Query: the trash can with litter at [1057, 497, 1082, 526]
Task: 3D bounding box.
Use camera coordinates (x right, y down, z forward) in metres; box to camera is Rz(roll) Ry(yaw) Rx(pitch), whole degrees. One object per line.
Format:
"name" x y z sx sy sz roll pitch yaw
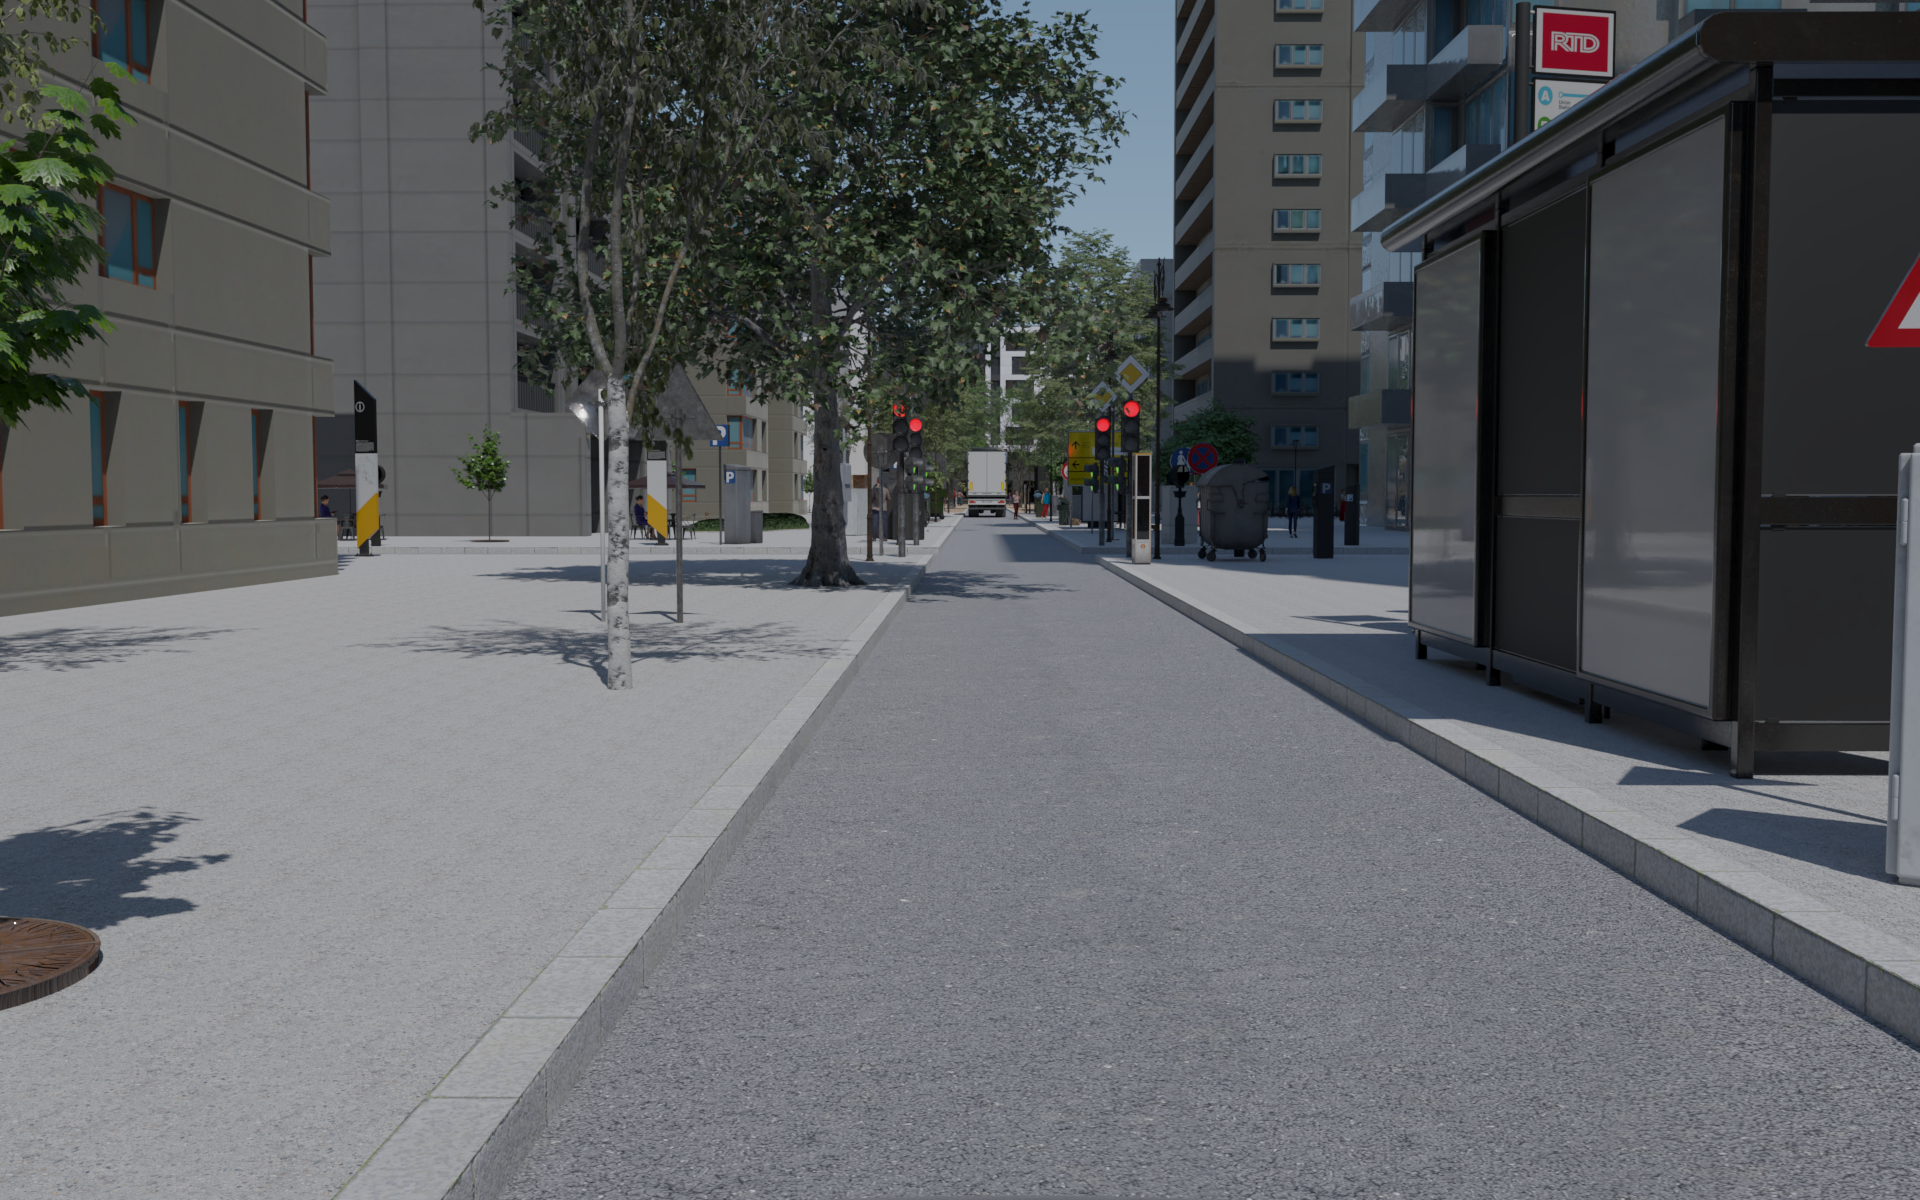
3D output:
"trash can with litter" 4.481 -3.623 70.629 1.055 1.170 0.624 2 4 31

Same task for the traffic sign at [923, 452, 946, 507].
"traffic sign" -1.789 -5.492 83.670 2.265 3.308 0.079 0 4 6

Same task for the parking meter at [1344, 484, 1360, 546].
"parking meter" 9.802 -2.134 43.295 0.372 1.533 0.369 0 3 0

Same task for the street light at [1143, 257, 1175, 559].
"street light" 3.888 -3.743 33.983 0.468 5.910 1.993 0 4 1

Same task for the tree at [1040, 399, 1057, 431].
"tree" 5.446 -14.367 160.654 9.928 11.665 9.643 0 3 0

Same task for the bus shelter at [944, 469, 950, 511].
"bus shelter" -1.691 -7.139 110.640 2.014 3.302 5.546 0 4 1

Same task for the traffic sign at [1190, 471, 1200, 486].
"traffic sign" 6.414 -2.891 47.267 0.884 2.594 0.081 1 4 10

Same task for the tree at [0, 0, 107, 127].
"tree" -7.376 -3.689 10.675 4.737 8.622 4.395 0 3 0

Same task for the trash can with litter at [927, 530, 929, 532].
"trash can with litter" -1.893 -2.949 59.274 1.678 1.210 2.233 1 4 18

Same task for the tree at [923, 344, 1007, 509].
"tree" -0.889 -14.653 146.233 9.857 13.997 8.962 0 3 0

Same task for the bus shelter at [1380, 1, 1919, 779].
"bus shelter" 4.331 -2.095 11.893 2.179 5.291 8.768 0 4 1

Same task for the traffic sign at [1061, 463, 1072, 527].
"traffic sign" 4.327 -4.118 67.432 0.768 2.556 0.104 0 4 7

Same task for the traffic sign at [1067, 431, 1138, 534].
"traffic sign" 4.573 -3.776 55.611 2.265 3.308 0.079 0 4 2

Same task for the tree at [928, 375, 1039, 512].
"tree" -1.308 -12.333 127.398 9.928 11.665 9.643 0 3 0

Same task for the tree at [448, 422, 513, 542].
"tree" -12.615 -3.171 46.446 1.663 3.219 1.824 0 3 0

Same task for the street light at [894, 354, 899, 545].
"street light" -1.534 -4.312 43.292 0.468 5.910 1.993 0 4 1

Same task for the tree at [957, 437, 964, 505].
"tree" -0.107 -15.981 195.700 7.601 10.594 8.767 0 4 6

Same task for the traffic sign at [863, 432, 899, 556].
"traffic sign" -1.632 -2.185 35.826 0.768 2.556 0.104 1 4 9

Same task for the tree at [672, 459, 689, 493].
"tree" -12.969 -5.087 77.780 1.663 3.219 1.824 0 3 0

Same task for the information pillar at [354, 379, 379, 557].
"information pillar" -12.141 -2.694 35.398 0.504 3.616 0.183 1 4 16

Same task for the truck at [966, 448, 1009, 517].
"truck" 1.740 -7.399 109.885 2.839 4.237 11.283 0 4 1

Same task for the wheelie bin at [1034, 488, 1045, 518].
"wheelie bin" 4.383 -5.291 94.421 0.693 1.594 0.980 0 4 7

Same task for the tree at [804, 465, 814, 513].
"tree" -10.115 -7.491 117.084 1.663 3.219 1.824 0 3 0

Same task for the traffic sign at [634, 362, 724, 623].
"traffic sign" -2.783 -1.049 17.149 0.884 2.594 0.081 0 4 2

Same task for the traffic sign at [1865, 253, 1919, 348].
"traffic sign" 3.728 -0.387 6.334 0.884 2.594 0.081 0 4 1

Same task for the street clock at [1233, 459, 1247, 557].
"street clock" 5.707 -1.881 35.328 0.358 2.002 0.471 1 4 21

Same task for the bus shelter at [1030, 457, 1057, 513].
"bus shelter" 5.426 -7.436 112.869 1.731 3.624 6.357 0 4 1

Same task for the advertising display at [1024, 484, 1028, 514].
"advertising display" 4.343 -6.664 114.177 0.123 1.923 0.974 0 4 -7

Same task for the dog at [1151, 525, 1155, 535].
"dog" 5.894 -2.266 53.876 0.406 0.507 0.540 3 5 44

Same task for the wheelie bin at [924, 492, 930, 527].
"wheelie bin" -1.627 -3.592 66.644 0.980 1.594 0.693 1 4 20

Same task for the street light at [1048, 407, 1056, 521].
"street light" 4.284 -6.644 81.415 0.468 5.910 1.993 0 4 1

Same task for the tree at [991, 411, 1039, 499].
"tree" 6.615 -15.505 187.915 8.767 10.594 7.601 0 4 3

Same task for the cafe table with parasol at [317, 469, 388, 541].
"cafe table with parasol" -16.843 -2.629 47.849 2.610 1.966 2.610 3 5 41

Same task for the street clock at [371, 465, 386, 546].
"street clock" -14.331 -2.317 42.447 0.471 2.002 0.358 0 4 2

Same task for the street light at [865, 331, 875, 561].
"street light" -1.722 -3.676 32.885 0.468 5.910 1.993 0 4 1

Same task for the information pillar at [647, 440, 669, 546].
"information pillar" -7.508 -3.158 42.993 0.504 3.616 0.183 0 4 -3

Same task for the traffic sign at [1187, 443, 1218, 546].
"traffic sign" 6.038 -2.631 43.123 0.768 2.556 0.104 0 4 6

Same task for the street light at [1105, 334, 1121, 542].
"street light" 3.970 -4.477 45.980 0.468 5.910 1.993 0 4 1

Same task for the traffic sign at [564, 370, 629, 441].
"traffic sign" -3.591 -1.077 17.339 0.795 2.593 0.064 1 4 10

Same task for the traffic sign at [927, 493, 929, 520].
"traffic sign" -1.580 -5.190 84.954 0.768 2.556 0.104 0 4 7

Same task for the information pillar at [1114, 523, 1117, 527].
"information pillar" 5.851 -3.817 66.893 0.304 2.012 0.304 2 4 34

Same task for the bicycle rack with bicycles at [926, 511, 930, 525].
"bicycle rack with bicycles" -2.758 -3.485 70.361 2.852 0.926 2.925 -1 4 -20

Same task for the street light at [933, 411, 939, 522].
"street light" -1.106 -6.491 78.910 0.468 5.910 1.993 0 4 1

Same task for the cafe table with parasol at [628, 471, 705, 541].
"cafe table with parasol" -8.291 -2.663 48.404 2.610 1.966 2.610 -2 4 -26

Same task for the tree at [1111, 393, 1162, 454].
"tree" 10.637 -9.652 108.173 4.737 8.622 4.395 0 3 0

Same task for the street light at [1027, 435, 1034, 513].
"street light" 4.732 -8.841 117.345 0.468 5.910 1.993 0 4 1

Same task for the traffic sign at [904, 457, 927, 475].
"traffic sign" -1.448 -3.387 55.482 0.768 2.556 0.104 0 4 8

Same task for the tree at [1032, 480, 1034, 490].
"tree" 5.941 -7.958 124.707 1.663 3.219 1.824 0 3 0

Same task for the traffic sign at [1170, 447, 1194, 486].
"traffic sign" 6.091 -2.872 47.066 0.768 2.556 0.104 0 4 7

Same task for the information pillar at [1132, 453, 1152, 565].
"information pillar" 3.303 -1.652 31.496 0.304 2.012 0.304 0 4 -5

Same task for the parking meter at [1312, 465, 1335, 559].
"parking meter" 7.226 -1.759 34.470 0.399 1.863 0.255 0 4 -8

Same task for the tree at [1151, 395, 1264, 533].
"tree" 8.360 -4.510 57.455 4.285 4.588 4.351 0 3 0

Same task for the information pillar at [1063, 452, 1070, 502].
"information pillar" 5.045 -5.526 81.707 0.183 3.616 0.504 -2 4 -31

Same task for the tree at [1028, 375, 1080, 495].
"tree" 5.741 -9.377 103.684 4.737 8.622 4.395 0 3 0

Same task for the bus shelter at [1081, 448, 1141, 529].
"bus shelter" 5.342 -4.229 63.063 2.014 3.302 5.546 0 4 1

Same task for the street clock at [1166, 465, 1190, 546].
"street clock" 5.407 -2.326 42.595 0.471 2.002 0.358 -3 5 -42

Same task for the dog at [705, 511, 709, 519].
"dog" -11.472 -3.769 78.448 0.540 0.507 0.406 3 5 42
